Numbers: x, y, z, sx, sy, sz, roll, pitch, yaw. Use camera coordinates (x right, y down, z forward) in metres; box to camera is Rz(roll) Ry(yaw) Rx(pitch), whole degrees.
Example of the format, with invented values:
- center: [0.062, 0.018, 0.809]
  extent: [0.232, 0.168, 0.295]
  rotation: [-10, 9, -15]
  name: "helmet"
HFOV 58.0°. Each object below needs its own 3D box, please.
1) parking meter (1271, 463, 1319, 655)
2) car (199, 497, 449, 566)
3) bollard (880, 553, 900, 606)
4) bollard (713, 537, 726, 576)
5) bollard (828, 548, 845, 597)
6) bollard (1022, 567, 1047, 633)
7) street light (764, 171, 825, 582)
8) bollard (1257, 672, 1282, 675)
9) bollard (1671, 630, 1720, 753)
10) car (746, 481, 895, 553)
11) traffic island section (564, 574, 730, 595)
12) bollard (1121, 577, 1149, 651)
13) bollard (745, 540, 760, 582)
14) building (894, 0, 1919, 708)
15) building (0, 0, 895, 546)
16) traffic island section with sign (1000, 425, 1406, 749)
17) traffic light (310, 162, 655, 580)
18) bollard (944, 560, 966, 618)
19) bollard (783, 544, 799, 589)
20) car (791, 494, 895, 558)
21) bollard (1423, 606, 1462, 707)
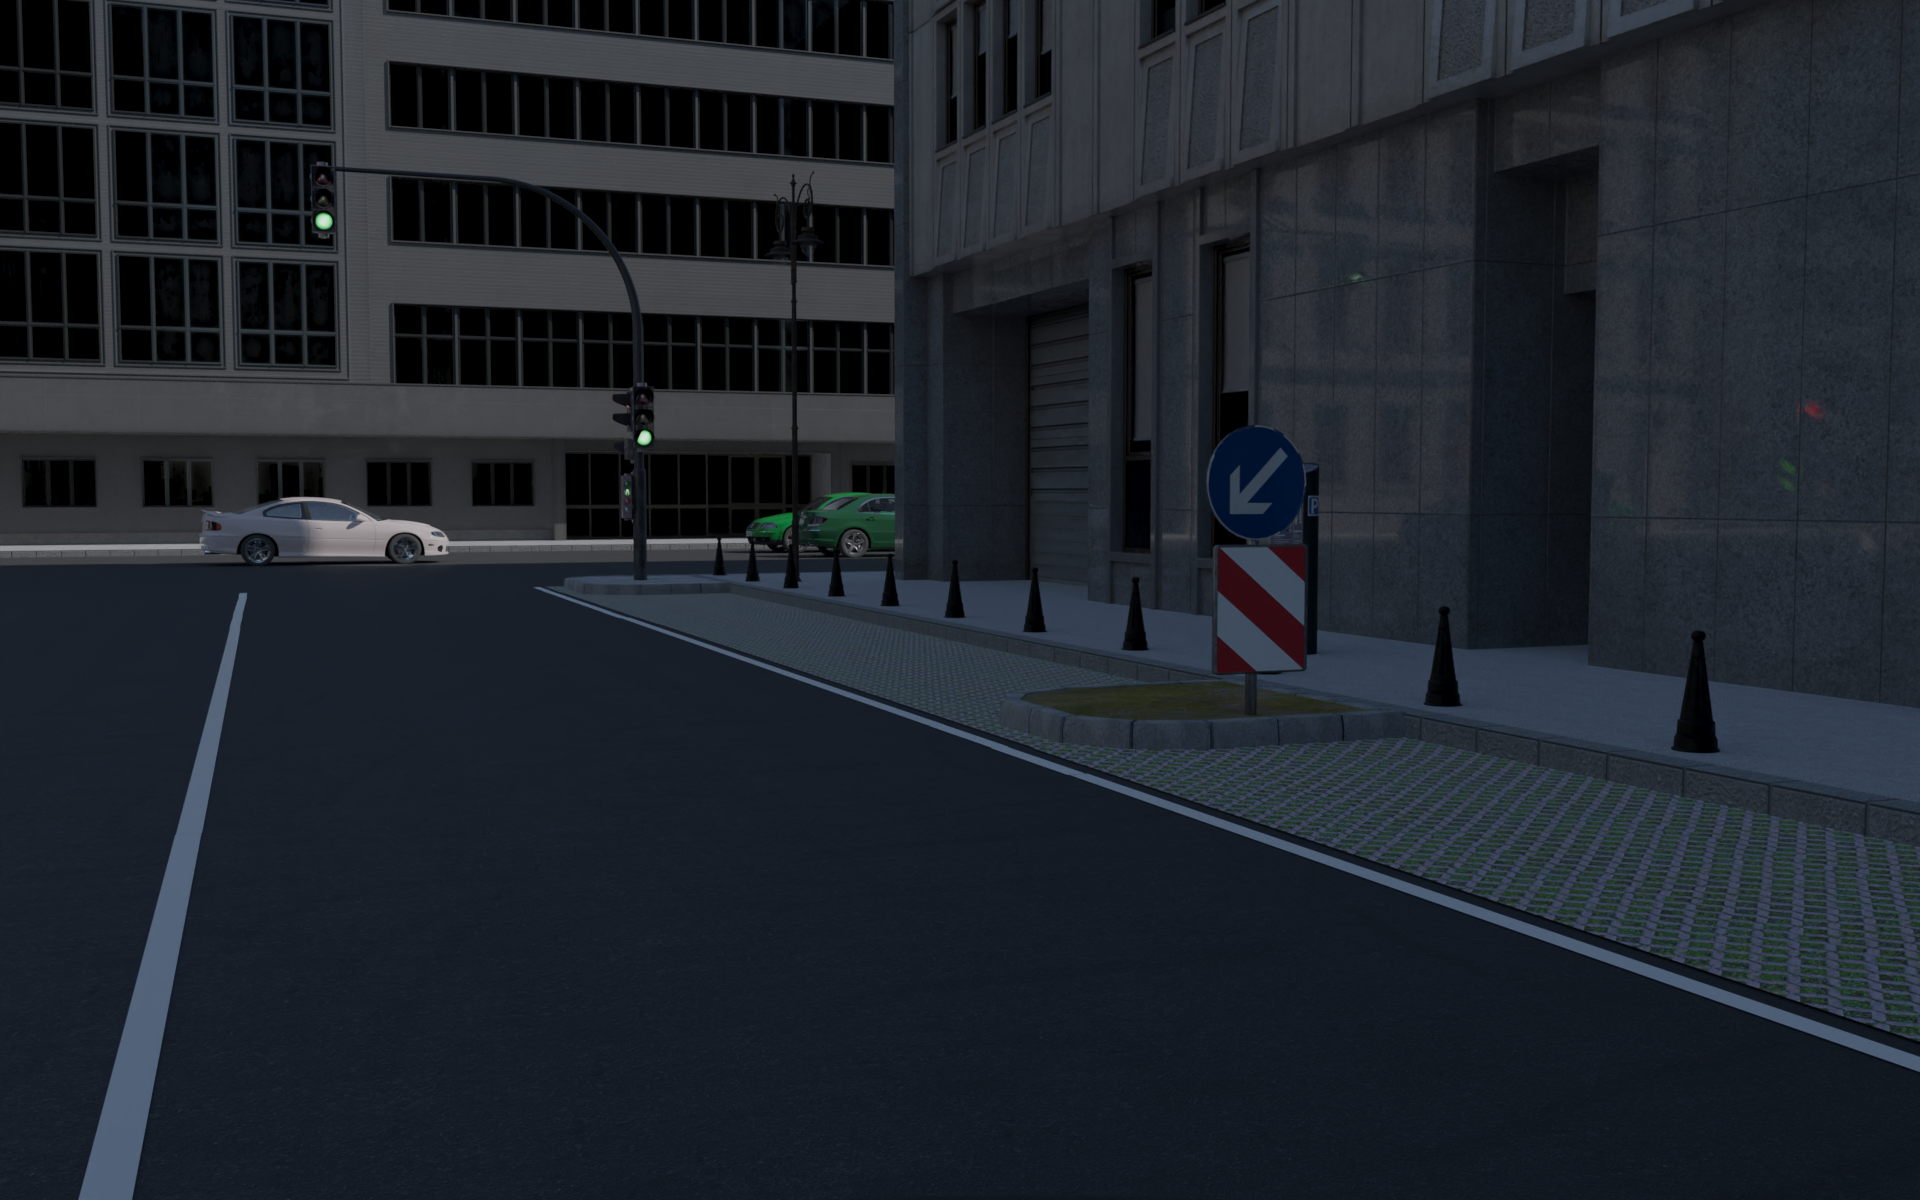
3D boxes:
- center: [2.690, -0.337, 13.923]
  extent: [0.372, 1.533, 0.369]
  rotation: [0, 3, 0]
  name: "parking meter"
- center: [-13.053, -1.428, 35.714]
  extent: [4.827, 1.381, 2.083]
  rotation: [-1, 4, -22]
  name: "car"
- center: [-0.801, -0.233, 19.852]
  extent: [0.229, 0.601, 0.229]
  rotation: [0, 3, 0]
  name: "bollard"
- center: [-3.795, -0.690, 27.319]
  extent: [0.229, 0.601, 0.229]
  rotation: [0, 3, 0]
  name: "bollard"
- center: [-1.550, -0.347, 21.717]
  extent: [0.229, 0.601, 0.229]
  rotation: [0, 3, 0]
  name: "bollard"
- center: [0.696, -0.005, 16.121]
  extent: [0.229, 0.601, 0.229]
  rotation: [0, 3, 0]
  name: "bollard"
- center: [-2.406, -3.204, 25.168]
  extent: [0.468, 5.910, 1.993]
  rotation: [-1, 4, -22]
  name: "street light"
- center: [2.188, 0.223, 12.389]
  extent: [0.229, 0.601, 0.229]
  rotation: [0, 3, 0]
  name: "bollard"
- center: [3.685, 0.452, 8.659]
  extent: [0.229, 0.601, 0.229]
  rotation: [0, 3, 0]
  name: "bollard"
- center: [-2.988, -2.103, 43.186]
  extent: [4.718, 1.807, 1.959]
  rotation: [-1, 4, -22]
  name: "car"
- center: [-4.757, -0.218, 25.847]
  extent: [2.009, 0.180, 2.903]
  rotation: [-1, 4, -22]
  name: "traffic island section"
- center: [1.444, 0.109, 14.257]
  extent: [0.229, 0.601, 0.229]
  rotation: [0, 3, 0]
  name: "bollard"
- center: [-3.048, -0.576, 25.454]
  extent: [0.229, 0.601, 0.229]
  rotation: [0, 3, 0]
  name: "bollard"
- center: [8.288, -12.253, 18.367]
  extent: [12.078, 24.808, 19.932]
  rotation: [-1, 4, -22]
  name: "building"
- center: [-13.564, -14.252, 52.081]
  extent: [30.058, 24.678, 14.314]
  rotation: [-1, 4, -22]
  name: "building"
- center: [1.329, -0.123, 10.646]
  extent: [1.989, 1.847, 2.006]
  rotation: [-1, 4, -22]
  name: "traffic island section with sign"
- center: [-6.707, -3.067, 24.807]
  extent: [4.771, 5.953, 1.251]
  rotation: [-1, 4, -22]
  name: "traffic light"
- center: [-0.054, -0.119, 17.985]
  extent: [0.229, 0.601, 0.229]
  rotation: [0, 3, 0]
  name: "bollard"
- center: [-2.303, -0.462, 23.588]
  extent: [0.229, 0.601, 0.229]
  rotation: [0, 3, 0]
  name: "bollard"
- center: [-1.450, -1.737, 40.192]
  extent: [4.920, 1.459, 2.131]
  rotation: [-1, 4, -23]
  name: "car"
- center: [2.938, 0.337, 10.525]
  extent: [0.229, 0.601, 0.229]
  rotation: [0, 3, 0]
  name: "bollard"
